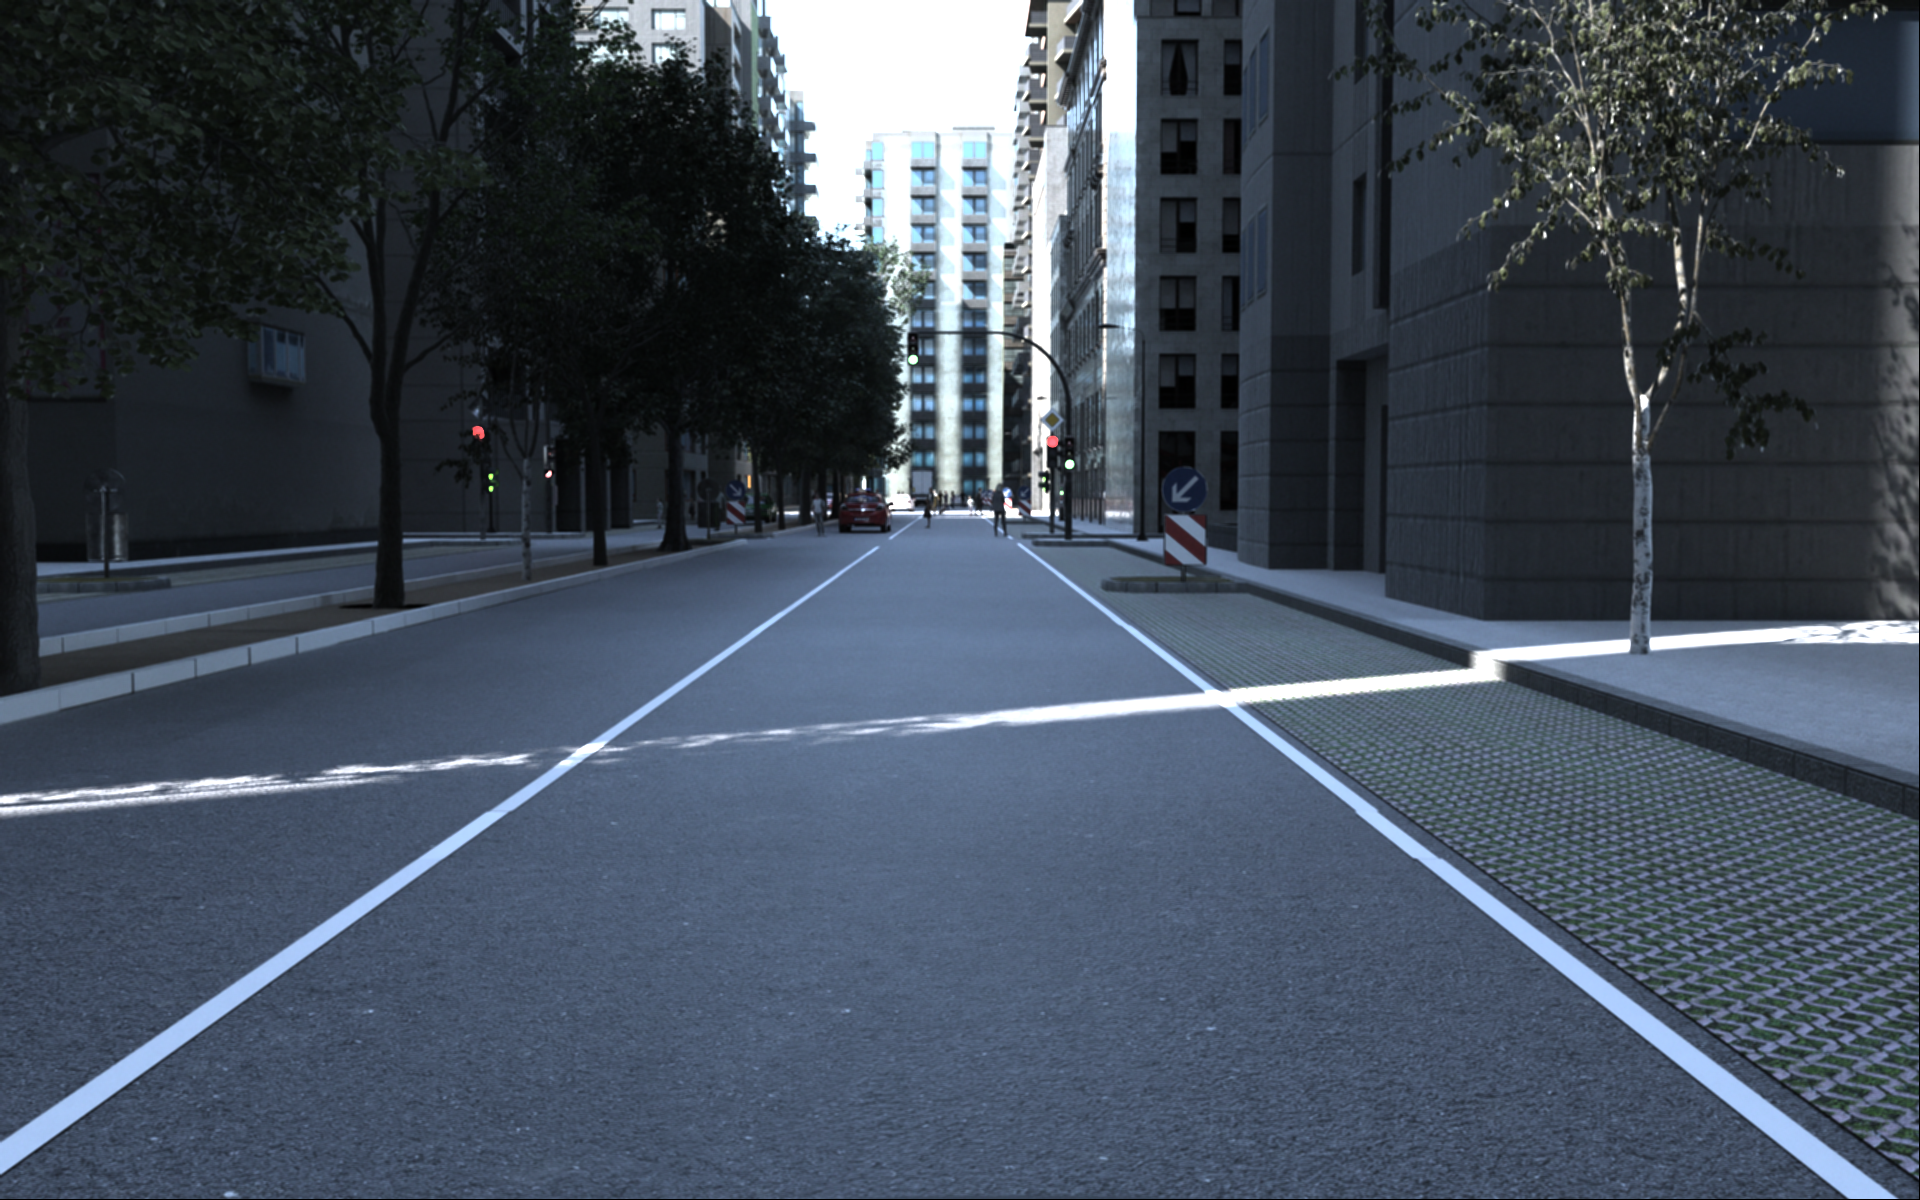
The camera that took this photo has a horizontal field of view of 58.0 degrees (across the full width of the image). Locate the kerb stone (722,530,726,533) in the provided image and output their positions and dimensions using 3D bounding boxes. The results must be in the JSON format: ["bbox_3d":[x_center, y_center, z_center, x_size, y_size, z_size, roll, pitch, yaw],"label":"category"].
[{"bbox_3d":[-8.265,-2.288,59.636,0.120,0.150,1.000,0,4,0],"label":"kerb stone"}]

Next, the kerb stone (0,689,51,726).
[{"bbox_3d":[-5.993,0.690,10.915,0.120,0.150,1.000,0,4,0],"label":"kerb stone"}]

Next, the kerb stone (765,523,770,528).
[{"bbox_3d":[-8.320,-3.167,73.981,0.120,0.150,1.000,0,4,0],"label":"kerb stone"}]

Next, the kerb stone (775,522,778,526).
[{"bbox_3d":[-8.335,-3.356,77.062,0.120,0.150,1.000,0,4,0],"label":"kerb stone"}]

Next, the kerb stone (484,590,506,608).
[{"bbox_3d":[-6.038,0.000,22.191,0.120,0.150,1.000,0,4,0],"label":"kerb stone"}]

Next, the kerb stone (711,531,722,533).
[{"bbox_3d":[-8.263,-2.227,58.611,0.120,0.150,1.000,0,4,0],"label":"kerb stone"}]

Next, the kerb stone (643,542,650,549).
[{"bbox_3d":[-8.213,-1.377,44.717,0.120,0.150,1.000,0,4,0],"label":"kerb stone"}]

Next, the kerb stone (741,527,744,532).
[{"bbox_3d":[-8.286,-2.603,64.758,0.120,0.150,1.000,0,4,0],"label":"kerb stone"}]

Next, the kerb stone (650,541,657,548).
[{"bbox_3d":[-8.217,-1.440,45.743,0.120,0.150,1.000,0,4,0],"label":"kerb stone"}]

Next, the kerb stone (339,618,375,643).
[{"bbox_3d":[-6.019,0.318,17.071,0.120,0.150,1.000,0,4,0],"label":"kerb stone"}]

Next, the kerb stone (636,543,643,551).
[{"bbox_3d":[-8.204,-1.314,43.696,0.120,0.150,1.000,0,4,0],"label":"kerb stone"}]

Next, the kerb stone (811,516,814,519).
[{"bbox_3d":[-8.414,-4.796,100.632,0.120,0.150,1.000,0,4,0],"label":"kerb stone"}]

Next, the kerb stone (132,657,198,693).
[{"bbox_3d":[-6.006,0.567,12.965,0.120,0.150,1.000,0,4,0],"label":"kerb stone"}]

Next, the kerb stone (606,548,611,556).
[{"bbox_3d":[-8.196,-1.065,39.607,0.120,0.150,1.000,0,4,0],"label":"kerb stone"}]

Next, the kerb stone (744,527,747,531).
[{"bbox_3d":[-8.293,-2.664,65.781,0.120,0.150,1.000,0,4,0],"label":"kerb stone"}]

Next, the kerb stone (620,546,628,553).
[{"bbox_3d":[-8.192,-1.190,41.651,0.120,0.150,1.000,0,4,0],"label":"kerb stone"}]

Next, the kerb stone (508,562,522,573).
[{"bbox_3d":[-8.167,-0.563,31.405,0.120,0.150,1.000,0,4,0],"label":"kerb stone"}]

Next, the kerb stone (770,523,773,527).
[{"bbox_3d":[-8.322,-3.229,75.009,0.120,0.150,1.000,0,4,0],"label":"kerb stone"}]

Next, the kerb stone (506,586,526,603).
[{"bbox_3d":[-6.038,-0.060,23.213,0.120,0.150,1.000,0,4,0],"label":"kerb stone"}]

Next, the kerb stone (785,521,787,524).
[{"bbox_3d":[-8.338,-3.605,81.171,0.120,0.150,1.000,0,4,0],"label":"kerb stone"}]

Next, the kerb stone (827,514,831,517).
[{"bbox_3d":[-8.461,-5.550,112.929,0.120,0.150,1.000,0,4,0],"label":"kerb stone"}]

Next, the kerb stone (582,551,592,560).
[{"bbox_3d":[-8.196,-0.940,37.563,0.120,0.150,1.000,0,4,0],"label":"kerb stone"}]

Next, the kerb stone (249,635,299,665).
[{"bbox_3d":[-6.005,0.440,15.012,0.120,0.150,1.000,0,4,0],"label":"kerb stone"}]

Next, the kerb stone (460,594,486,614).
[{"bbox_3d":[-6.027,0.063,21.169,0.120,0.150,1.000,0,4,0],"label":"kerb stone"}]

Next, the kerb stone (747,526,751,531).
[{"bbox_3d":[-8.295,-2.728,66.805,0.120,0.150,1.000,0,4,0],"label":"kerb stone"}]

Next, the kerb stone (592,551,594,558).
[{"bbox_3d":[-8.193,-1.001,38.585,0.120,0.150,1.000,0,4,0],"label":"kerb stone"}]

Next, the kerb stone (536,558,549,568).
[{"bbox_3d":[-8.172,-0.688,33.449,0.120,0.150,1.000,0,4,0],"label":"kerb stone"}]

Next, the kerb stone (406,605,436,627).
[{"bbox_3d":[-6.027,0.188,19.125,0.120,0.150,1.000,0,4,0],"label":"kerb stone"}]

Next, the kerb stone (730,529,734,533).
[{"bbox_3d":[-8.279,-2.411,61.681,0.120,0.150,1.000,0,4,0],"label":"kerb stone"}]

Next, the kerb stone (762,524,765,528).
[{"bbox_3d":[-8.317,-3.036,71.932,0.120,0.150,1.000,0,4,0],"label":"kerb stone"}]

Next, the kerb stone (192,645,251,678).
[{"bbox_3d":[-6.009,0.503,13.987,0.120,0.150,1.000,0,4,0],"label":"kerb stone"}]

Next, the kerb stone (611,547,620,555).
[{"bbox_3d":[-8.201,-1.127,40.629,0.120,0.150,1.000,0,4,0],"label":"kerb stone"}]

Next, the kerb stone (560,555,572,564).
[{"bbox_3d":[-8.180,-0.809,35.509,0.120,0.150,1.000,0,4,0],"label":"kerb stone"}]

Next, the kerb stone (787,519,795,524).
[{"bbox_3d":[-8.365,-3.858,85.269,0.120,0.150,1.000,0,4,0],"label":"kerb stone"}]

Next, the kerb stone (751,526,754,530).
[{"bbox_3d":[-8.302,-2.791,67.830,0.120,0.150,1.000,0,4,0],"label":"kerb stone"}]

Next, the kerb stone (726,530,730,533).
[{"bbox_3d":[-8.270,-2.352,60.659,0.120,0.150,1.000,0,4,0],"label":"kerb stone"}]

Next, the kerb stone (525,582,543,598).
[{"bbox_3d":[-6.046,-0.122,24.235,0.120,0.150,1.000,0,4,0],"label":"kerb stone"}]

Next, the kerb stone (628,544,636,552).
[{"bbox_3d":[-8.204,-1.252,42.673,0.120,0.150,1.000,0,4,0],"label":"kerb stone"}]

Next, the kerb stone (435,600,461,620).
[{"bbox_3d":[-6.032,0.125,20.147,0.120,0.150,1.000,0,4,0],"label":"kerb stone"}]

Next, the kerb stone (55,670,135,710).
[{"bbox_3d":[-6.006,0.627,11.937,0.120,0.150,1.000,0,4,0],"label":"kerb stone"}]

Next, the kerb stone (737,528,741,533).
[{"bbox_3d":[-8.286,-2.541,63.734,0.120,0.150,1.000,0,4,0],"label":"kerb stone"}]

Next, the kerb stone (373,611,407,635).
[{"bbox_3d":[-6.022,0.250,18.100,0.120,0.150,1.000,0,4,0],"label":"kerb stone"}]

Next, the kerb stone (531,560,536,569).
[{"bbox_3d":[-8.175,-0.625,32.427,0.120,0.150,1.000,0,4,0],"label":"kerb stone"}]

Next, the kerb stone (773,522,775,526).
[{"bbox_3d":[-8.325,-3.290,76.034,0.120,0.150,1.000,0,4,0],"label":"kerb stone"}]

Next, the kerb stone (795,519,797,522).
[{"bbox_3d":[-8.362,-3.921,86.298,0.120,0.150,1.000,0,4,0],"label":"kerb stone"}]

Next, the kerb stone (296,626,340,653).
[{"bbox_3d":[-6.007,0.376,16.049,0.120,0.150,1.000,0,4,0],"label":"kerb stone"}]

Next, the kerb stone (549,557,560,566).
[{"bbox_3d":[-8.180,-0.749,34.478,0.120,0.150,1.000,0,4,0],"label":"kerb stone"}]

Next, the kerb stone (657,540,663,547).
[{"bbox_3d":[-8.227,-1.503,46.771,0.120,0.150,1.000,0,4,0],"label":"kerb stone"}]

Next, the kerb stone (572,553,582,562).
[{"bbox_3d":[-8.194,-0.875,36.536,0.120,0.150,1.000,0,4,0],"label":"kerb stone"}]
